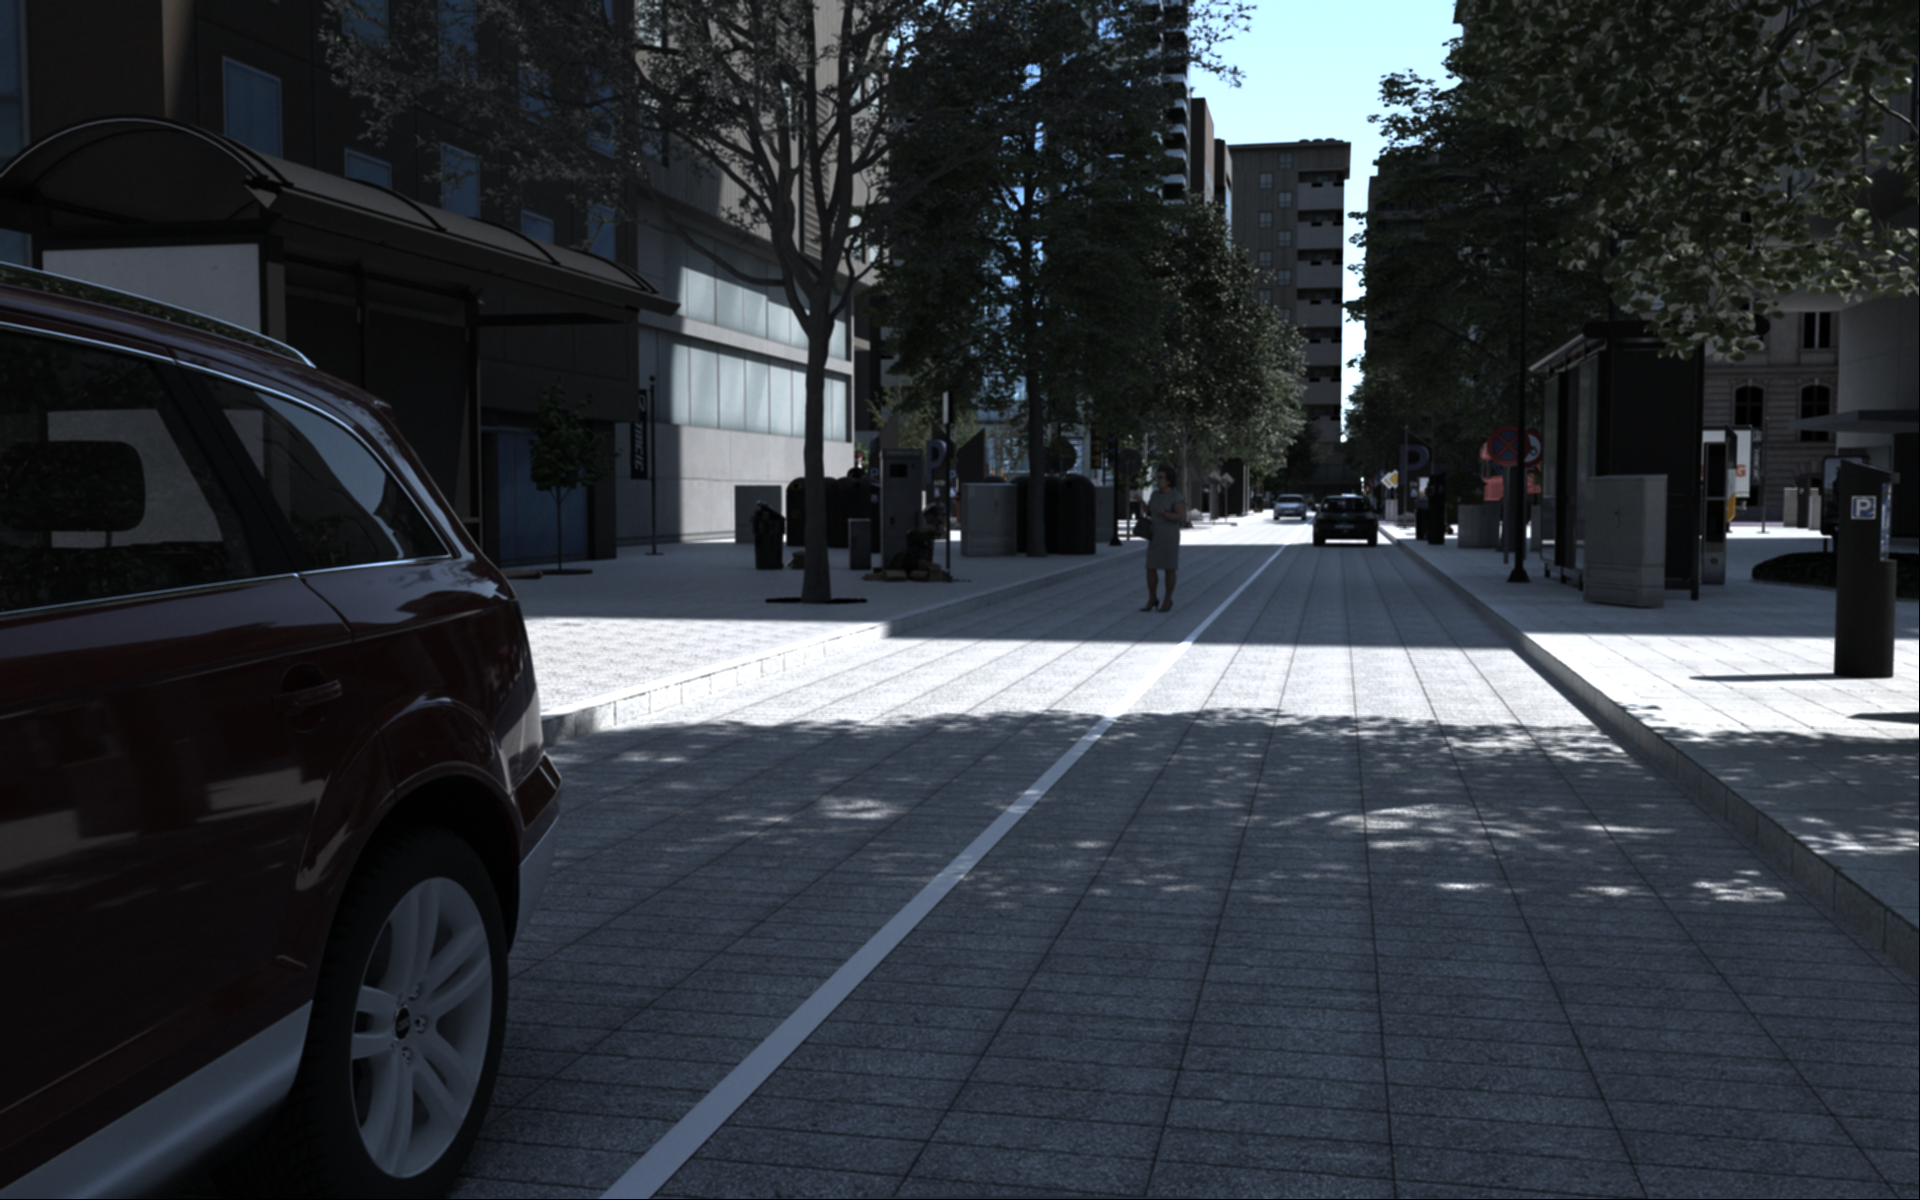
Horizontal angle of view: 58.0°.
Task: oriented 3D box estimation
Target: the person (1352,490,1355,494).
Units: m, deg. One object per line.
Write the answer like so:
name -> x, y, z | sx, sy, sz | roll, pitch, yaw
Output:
person -> 32.451, -8.206, 143.154 | 0.515, 1.767, 0.782 | 2, 4, 24

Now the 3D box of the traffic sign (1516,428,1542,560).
traffic sign -> 10.978, -2.052, 33.649 | 0.768, 2.556, 0.104 | 1, 4, 15

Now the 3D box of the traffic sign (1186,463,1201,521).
traffic sign -> 9.566, -4.404, 72.003 | 0.884, 2.594, 0.081 | 1, 4, 20

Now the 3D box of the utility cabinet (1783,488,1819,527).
utility cabinet -> 32.116, -3.515, 66.150 | 1.173, 1.500, 0.318 | 2, 4, 24

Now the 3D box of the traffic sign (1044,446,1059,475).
traffic sign -> 2.419, -2.788, 45.690 | 0.768, 2.556, 0.104 | 1, 4, 18

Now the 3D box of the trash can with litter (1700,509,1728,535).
trash can with litter -> 23.243, -2.597, 53.856 | 1.055, 1.170, 0.624 | 0, 4, 6

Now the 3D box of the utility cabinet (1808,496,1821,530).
utility cabinet -> 30.593, -3.065, 61.278 | 1.020, 1.237, 0.306 | 0, 4, -3

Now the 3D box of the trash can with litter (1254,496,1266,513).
trash can with litter -> 20.745, -6.646, 120.052 | 0.624, 1.170, 1.055 | 2, 4, 27

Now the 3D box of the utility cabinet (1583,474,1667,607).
utility cabinet -> 7.631, -0.688, 19.936 | 0.318, 1.500, 1.173 | -1, 4, -12

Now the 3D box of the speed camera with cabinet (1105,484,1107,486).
speed camera with cabinet -> 11.947, -9.068, 142.602 | 0.660, 3.252, 2.038 | -1, 4, -13

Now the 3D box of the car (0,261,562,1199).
car -> -2.293, 0.402, 2.096 | 2.281, 1.827, 5.304 | 1, 4, 10

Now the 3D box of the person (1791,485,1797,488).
person -> 33.008, -3.664, 68.646 | 0.529, 1.795, 0.600 | 0, 4, 6

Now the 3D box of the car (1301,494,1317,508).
car -> 36.743, -10.589, 183.350 | 2.015, 1.641, 3.980 | 1, 4, 13

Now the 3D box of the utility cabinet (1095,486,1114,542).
utility cabinet -> 3.565, -2.271, 45.812 | 1.173, 1.500, 0.318 | -3, 4, -37

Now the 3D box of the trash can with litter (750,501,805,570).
trash can with litter -> -3.037, -1.115, 29.610 | 1.055, 1.170, 0.624 | -1, 4, -16

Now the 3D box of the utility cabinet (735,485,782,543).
utility cabinet -> -5.162, -2.184, 44.388 | 1.173, 1.500, 0.318 | 0, 4, -1

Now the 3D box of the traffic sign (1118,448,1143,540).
traffic sign -> 4.679, -2.937, 48.121 | 0.768, 2.556, 0.104 | 1, 4, 13

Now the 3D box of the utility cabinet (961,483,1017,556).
utility cabinet -> 0.600, -1.652, 35.692 | 1.173, 1.500, 0.318 | -2, 4, -29

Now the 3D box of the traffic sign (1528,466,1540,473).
traffic sign -> 14.348, -2.707, 44.264 | 0.884, 2.594, 0.081 | 1, 4, 20

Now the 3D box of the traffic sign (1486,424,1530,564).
traffic sign -> 10.031, -1.935, 31.738 | 0.768, 2.556, 0.104 | 1, 4, 16

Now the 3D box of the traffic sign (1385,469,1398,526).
traffic sign -> 17.576, -4.058, 69.989 | 0.795, 2.450, 0.064 | 1, 4, 12

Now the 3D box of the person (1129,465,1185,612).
person -> 2.358, -0.748, 21.091 | 0.716, 1.782, 0.532 | 3, 5, 45

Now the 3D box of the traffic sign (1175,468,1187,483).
traffic sign -> 10.006, -4.869, 79.615 | 0.884, 2.594, 0.081 | 1, 4, 16

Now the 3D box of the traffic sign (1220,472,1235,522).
traffic sign -> 12.201, -4.630, 79.348 | 0.795, 2.450, 0.064 | 1, 4, 12

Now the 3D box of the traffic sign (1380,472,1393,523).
traffic sign -> 19.275, -4.535, 77.792 | 0.795, 2.450, 0.064 | 1, 4, 12

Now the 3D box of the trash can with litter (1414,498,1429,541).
trash can with litter -> 13.034, -2.246, 48.106 | 0.624, 1.170, 1.055 | 0, 4, -7

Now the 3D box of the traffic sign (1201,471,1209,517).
traffic sign -> 13.693, -6.008, 98.231 | 0.884, 2.594, 0.081 | 1, 4, 17

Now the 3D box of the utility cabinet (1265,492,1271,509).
utility cabinet -> 27.026, -8.761, 151.919 | 0.318, 1.500, 1.173 | 1, 4, 19

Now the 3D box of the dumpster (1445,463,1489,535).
dumpster -> 16.089, -3.240, 55.462 | 1.502, 2.255, 1.985 | 1, 4, 12

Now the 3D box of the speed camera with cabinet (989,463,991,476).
speed camera with cabinet -> 1.675, -7.134, 110.976 | 0.660, 3.252, 2.038 | 0, 4, -5

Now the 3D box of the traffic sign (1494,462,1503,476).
traffic sign -> 15.787, -3.052, 50.013 | 0.768, 2.556, 0.104 | 1, 4, 13

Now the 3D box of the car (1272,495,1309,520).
car -> 18.282, -5.127, 95.829 | 2.014, 1.417, 4.499 | 1, 4, 12

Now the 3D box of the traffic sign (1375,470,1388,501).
traffic sign -> 22.575, -5.651, 92.504 | 0.768, 2.556, 0.104 | 1, 4, 19

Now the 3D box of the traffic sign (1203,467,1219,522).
traffic sign -> 11.592, -4.890, 80.050 | 0.768, 2.556, 0.104 | 1, 4, 19

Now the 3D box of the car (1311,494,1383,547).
car -> 10.854, -2.377, 48.653 | 2.009, 1.686, 4.222 | 1, 4, 14

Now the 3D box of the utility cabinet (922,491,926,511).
utility cabinet -> -2.885, -7.150, 125.586 | 0.318, 1.500, 1.173 | 2, 4, 29

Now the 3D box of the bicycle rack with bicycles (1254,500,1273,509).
bicycle rack with bicycles -> 25.009, -8.141, 146.480 | 2.925, 0.926, 2.852 | 0, 4, 8

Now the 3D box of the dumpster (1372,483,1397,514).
dumpster -> 26.911, -6.556, 109.687 | 1.502, 2.255, 1.985 | 1, 4, 12

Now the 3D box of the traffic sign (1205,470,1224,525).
traffic sign -> 10.501, -4.153, 71.545 | 0.795, 2.450, 0.064 | 1, 4, 12

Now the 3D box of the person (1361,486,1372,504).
person -> 18.418, -4.272, 78.588 | 0.600, 1.795, 0.529 | -2, 4, -28

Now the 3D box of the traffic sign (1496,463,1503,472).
traffic sign -> 13.781, -2.645, 43.349 | 0.768, 2.556, 0.104 | 1, 4, 20

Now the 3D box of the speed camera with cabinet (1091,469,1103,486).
speed camera with cabinet -> 8.175, -6.756, 104.800 | 0.660, 3.252, 2.038 | 1, 4, 8

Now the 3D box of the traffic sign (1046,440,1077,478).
traffic sign -> 2.376, -2.494, 40.889 | 0.768, 2.556, 0.104 | 1, 4, 21

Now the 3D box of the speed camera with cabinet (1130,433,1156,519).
speed camera with cabinet -> 6.031, -3.735, 55.401 | 0.660, 3.252, 2.038 | 2, 4, 31

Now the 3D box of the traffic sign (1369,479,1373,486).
traffic sign -> 28.761, -7.342, 120.145 | 0.768, 2.556, 0.104 | 1, 4, 21
